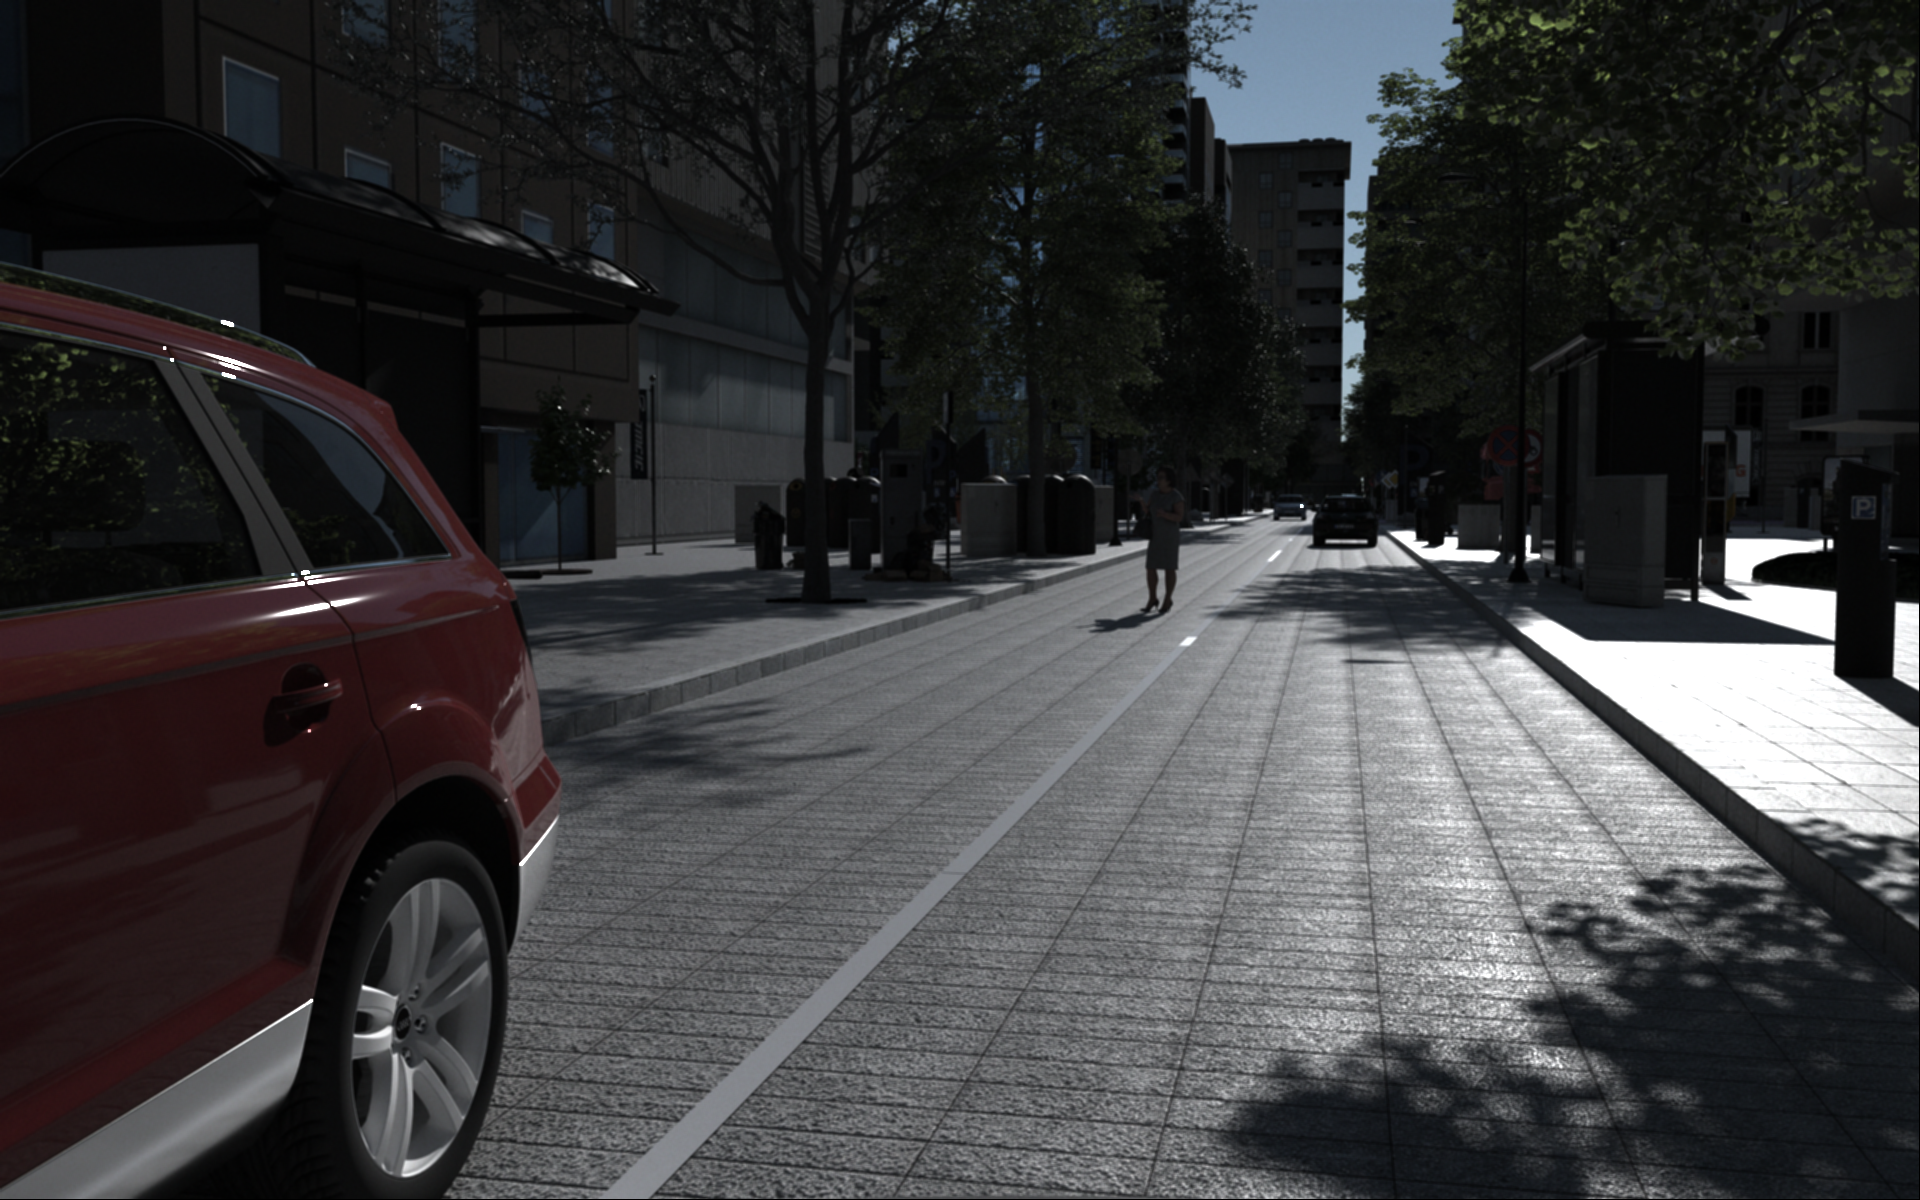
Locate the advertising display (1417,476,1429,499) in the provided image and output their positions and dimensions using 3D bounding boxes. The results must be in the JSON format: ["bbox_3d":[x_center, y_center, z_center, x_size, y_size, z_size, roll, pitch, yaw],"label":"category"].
[{"bbox_3d":[17.036,-3.519,62.742,0.974,1.923,0.123,-1,4,-8],"label":"advertising display"}]

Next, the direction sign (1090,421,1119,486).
[{"bbox_3d":[4.494,-3.788,53.925,0.876,3.537,0.379,0,4,-2],"label":"direction sign"}]

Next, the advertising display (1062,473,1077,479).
[{"bbox_3d":[3.265,-2.986,54.040,0.974,1.923,0.123,-3,4,-36],"label":"advertising display"}]

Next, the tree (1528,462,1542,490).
[{"bbox_3d":[23.091,-4.459,67.503,1.663,3.219,1.824,0,3,0],"label":"tree"}]

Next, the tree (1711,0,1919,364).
[{"bbox_3d":[5.232,-5.497,8.009,7.486,12.596,7.792,0,3,0],"label":"tree"}]

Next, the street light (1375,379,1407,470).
[{"bbox_3d":[17.458,-5.959,69.967,1.470,5.913,1.316,1,4,12],"label":"street light"}]

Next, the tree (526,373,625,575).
[{"bbox_3d":[-6.474,-2.027,27.747,1.663,3.219,1.824,0,3,0],"label":"tree"}]

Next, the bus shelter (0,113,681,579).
[{"bbox_3d":[-3.894,-1.103,11.957,2.014,3.302,5.546,1,4,12],"label":"bus shelter"}]

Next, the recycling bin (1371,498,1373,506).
[{"bbox_3d":[29.376,-6.775,123.331,0.722,1.027,0.722,2,4,28],"label":"recycling bin"}]

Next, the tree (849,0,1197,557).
[{"bbox_3d":[1.245,-7.137,34.824,7.486,12.596,7.792,0,3,0],"label":"tree"}]

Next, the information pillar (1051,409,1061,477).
[{"bbox_3d":[2.609,-3.425,47.351,0.183,3.616,0.504,-1,4,-22],"label":"information pillar"}]

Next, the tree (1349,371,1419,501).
[{"bbox_3d":[24.401,-9.102,99.179,4.360,8.622,3.978,0,3,0],"label":"tree"}]

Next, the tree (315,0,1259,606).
[{"bbox_3d":[-1.725,-6.719,20.221,12.009,13.543,11.850,0,3,0],"label":"tree"}]

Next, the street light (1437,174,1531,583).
[{"bbox_3d":[7.610,-3.219,25.171,1.470,5.913,1.316,1,4,12],"label":"street light"}]

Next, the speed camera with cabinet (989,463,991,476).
[{"bbox_3d":[1.675,-7.134,110.976,0.660,3.252,2.038,0,4,-5],"label":"speed camera with cabinet"}]

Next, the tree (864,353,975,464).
[{"bbox_3d":[-2.429,-8.402,87.729,4.737,8.622,4.395,0,3,0],"label":"tree"}]

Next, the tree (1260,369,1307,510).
[{"bbox_3d":[24.823,-13.238,142.200,9.928,11.665,9.643,0,3,0],"label":"tree"}]

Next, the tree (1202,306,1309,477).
[{"bbox_3d":[18.945,-12.919,117.885,9.857,13.997,8.962,0,3,0],"label":"tree"}]

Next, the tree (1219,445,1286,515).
[{"bbox_3d":[17.439,-7.544,107.056,4.285,4.588,4.351,0,3,0],"label":"tree"}]

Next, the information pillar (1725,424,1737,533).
[{"bbox_3d":[25.508,-4.039,57.391,0.183,3.616,0.504,-1,4,-18],"label":"information pillar"}]

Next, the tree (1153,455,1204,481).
[{"bbox_3d":[12.780,-7.269,102.560,4.285,4.588,4.351,0,3,0],"label":"tree"}]

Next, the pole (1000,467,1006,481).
[{"bbox_3d":[3.195,-8.481,132.511,0.158,3.312,0.155,0,3,0],"label":"pole"}]

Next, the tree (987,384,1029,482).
[{"bbox_3d":[3.598,-10.190,116.962,4.360,8.622,3.978,0,3,0],"label":"tree"}]

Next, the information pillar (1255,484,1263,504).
[{"bbox_3d":[21.786,-7.425,125.891,0.304,2.012,0.304,-2,4,-27],"label":"information pillar"}]

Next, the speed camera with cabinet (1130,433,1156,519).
[{"bbox_3d":[6.031,-3.735,55.401,0.660,3.252,2.038,2,4,31],"label":"speed camera with cabinet"}]

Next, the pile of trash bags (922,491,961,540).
[{"bbox_3d":[-0.889,-2.342,48.038,3.447,1.369,1.912,3,5,42],"label":"pile of trash bags"}]

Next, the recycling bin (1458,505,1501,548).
[{"bbox_3d":[12.424,-1.768,41.465,0.722,1.027,0.722,-2,4,-26],"label":"recycling bin"}]

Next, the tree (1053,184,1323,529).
[{"bbox_3d":[8.260,-9.027,64.597,9.611,12.733,9.660,0,3,0],"label":"tree"}]

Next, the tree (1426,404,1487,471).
[{"bbox_3d":[33.076,-10.115,115.738,4.737,8.622,4.395,0,3,0],"label":"tree"}]

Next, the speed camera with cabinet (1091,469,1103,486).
[{"bbox_3d":[8.175,-6.756,104.800,0.660,3.252,2.038,1,4,8],"label":"speed camera with cabinet"}]

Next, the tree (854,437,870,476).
[{"bbox_3d":[-5.900,-6.953,97.400,4.285,4.588,4.351,0,3,0],"label":"tree"}]

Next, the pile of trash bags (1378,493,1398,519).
[{"bbox_3d":[22.232,-4.777,87.859,1.912,1.369,3.447,1,4,10],"label":"pile of trash bags"}]

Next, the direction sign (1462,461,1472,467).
[{"bbox_3d":[34.959,-7.804,119.594,0.379,3.537,0.876,-2,4,-33],"label":"direction sign"}]

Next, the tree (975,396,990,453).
[{"bbox_3d":[0.368,-10.484,121.779,4.737,8.622,4.395,0,3,0],"label":"tree"}]

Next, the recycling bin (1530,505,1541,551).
[{"bbox_3d":[13.315,-1.609,38.855,0.722,1.027,0.722,-2,4,-24],"label":"recycling bin"}]

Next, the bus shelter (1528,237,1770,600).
[{"bbox_3d":[9.491,-2.896,24.984,2.179,5.291,8.768,1,4,12],"label":"bus shelter"}]

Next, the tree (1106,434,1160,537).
[{"bbox_3d":[5.017,-3.498,51.798,1.663,3.219,1.824,0,3,0],"label":"tree"}]

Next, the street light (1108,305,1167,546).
[{"bbox_3d":[4.394,-4.294,42.743,1.470,5.913,1.316,1,4,12],"label":"street light"}]

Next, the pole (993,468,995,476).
[{"bbox_3d":[2.654,-8.691,135.934,0.158,3.312,0.155,0,3,0],"label":"pole"}]

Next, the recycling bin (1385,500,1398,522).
[{"bbox_3d":[19.959,-4.092,79.456,0.722,1.027,0.722,2,4,28],"label":"recycling bin"}]

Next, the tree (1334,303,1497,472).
[{"bbox_3d":[22.289,-9.086,82.960,7.601,10.594,8.767,0,4,-4],"label":"tree"}]

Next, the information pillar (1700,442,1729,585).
[{"bbox_3d":[10.693,-1.227,24.557,0.304,2.012,0.304,1,4,18],"label":"information pillar"}]

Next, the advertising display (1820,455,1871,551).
[{"bbox_3d":[14.670,-1.438,28.728,0.123,1.923,0.974,-1,4,-13],"label":"advertising display"}]

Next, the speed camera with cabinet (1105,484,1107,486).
[{"bbox_3d":[11.947,-9.068,142.602,0.660,3.252,2.038,-1,4,-13],"label":"speed camera with cabinet"}]

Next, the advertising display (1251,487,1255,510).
[{"bbox_3d":[23.275,-8.099,137.637,0.123,1.923,0.974,0,4,-4],"label":"advertising display"}]
